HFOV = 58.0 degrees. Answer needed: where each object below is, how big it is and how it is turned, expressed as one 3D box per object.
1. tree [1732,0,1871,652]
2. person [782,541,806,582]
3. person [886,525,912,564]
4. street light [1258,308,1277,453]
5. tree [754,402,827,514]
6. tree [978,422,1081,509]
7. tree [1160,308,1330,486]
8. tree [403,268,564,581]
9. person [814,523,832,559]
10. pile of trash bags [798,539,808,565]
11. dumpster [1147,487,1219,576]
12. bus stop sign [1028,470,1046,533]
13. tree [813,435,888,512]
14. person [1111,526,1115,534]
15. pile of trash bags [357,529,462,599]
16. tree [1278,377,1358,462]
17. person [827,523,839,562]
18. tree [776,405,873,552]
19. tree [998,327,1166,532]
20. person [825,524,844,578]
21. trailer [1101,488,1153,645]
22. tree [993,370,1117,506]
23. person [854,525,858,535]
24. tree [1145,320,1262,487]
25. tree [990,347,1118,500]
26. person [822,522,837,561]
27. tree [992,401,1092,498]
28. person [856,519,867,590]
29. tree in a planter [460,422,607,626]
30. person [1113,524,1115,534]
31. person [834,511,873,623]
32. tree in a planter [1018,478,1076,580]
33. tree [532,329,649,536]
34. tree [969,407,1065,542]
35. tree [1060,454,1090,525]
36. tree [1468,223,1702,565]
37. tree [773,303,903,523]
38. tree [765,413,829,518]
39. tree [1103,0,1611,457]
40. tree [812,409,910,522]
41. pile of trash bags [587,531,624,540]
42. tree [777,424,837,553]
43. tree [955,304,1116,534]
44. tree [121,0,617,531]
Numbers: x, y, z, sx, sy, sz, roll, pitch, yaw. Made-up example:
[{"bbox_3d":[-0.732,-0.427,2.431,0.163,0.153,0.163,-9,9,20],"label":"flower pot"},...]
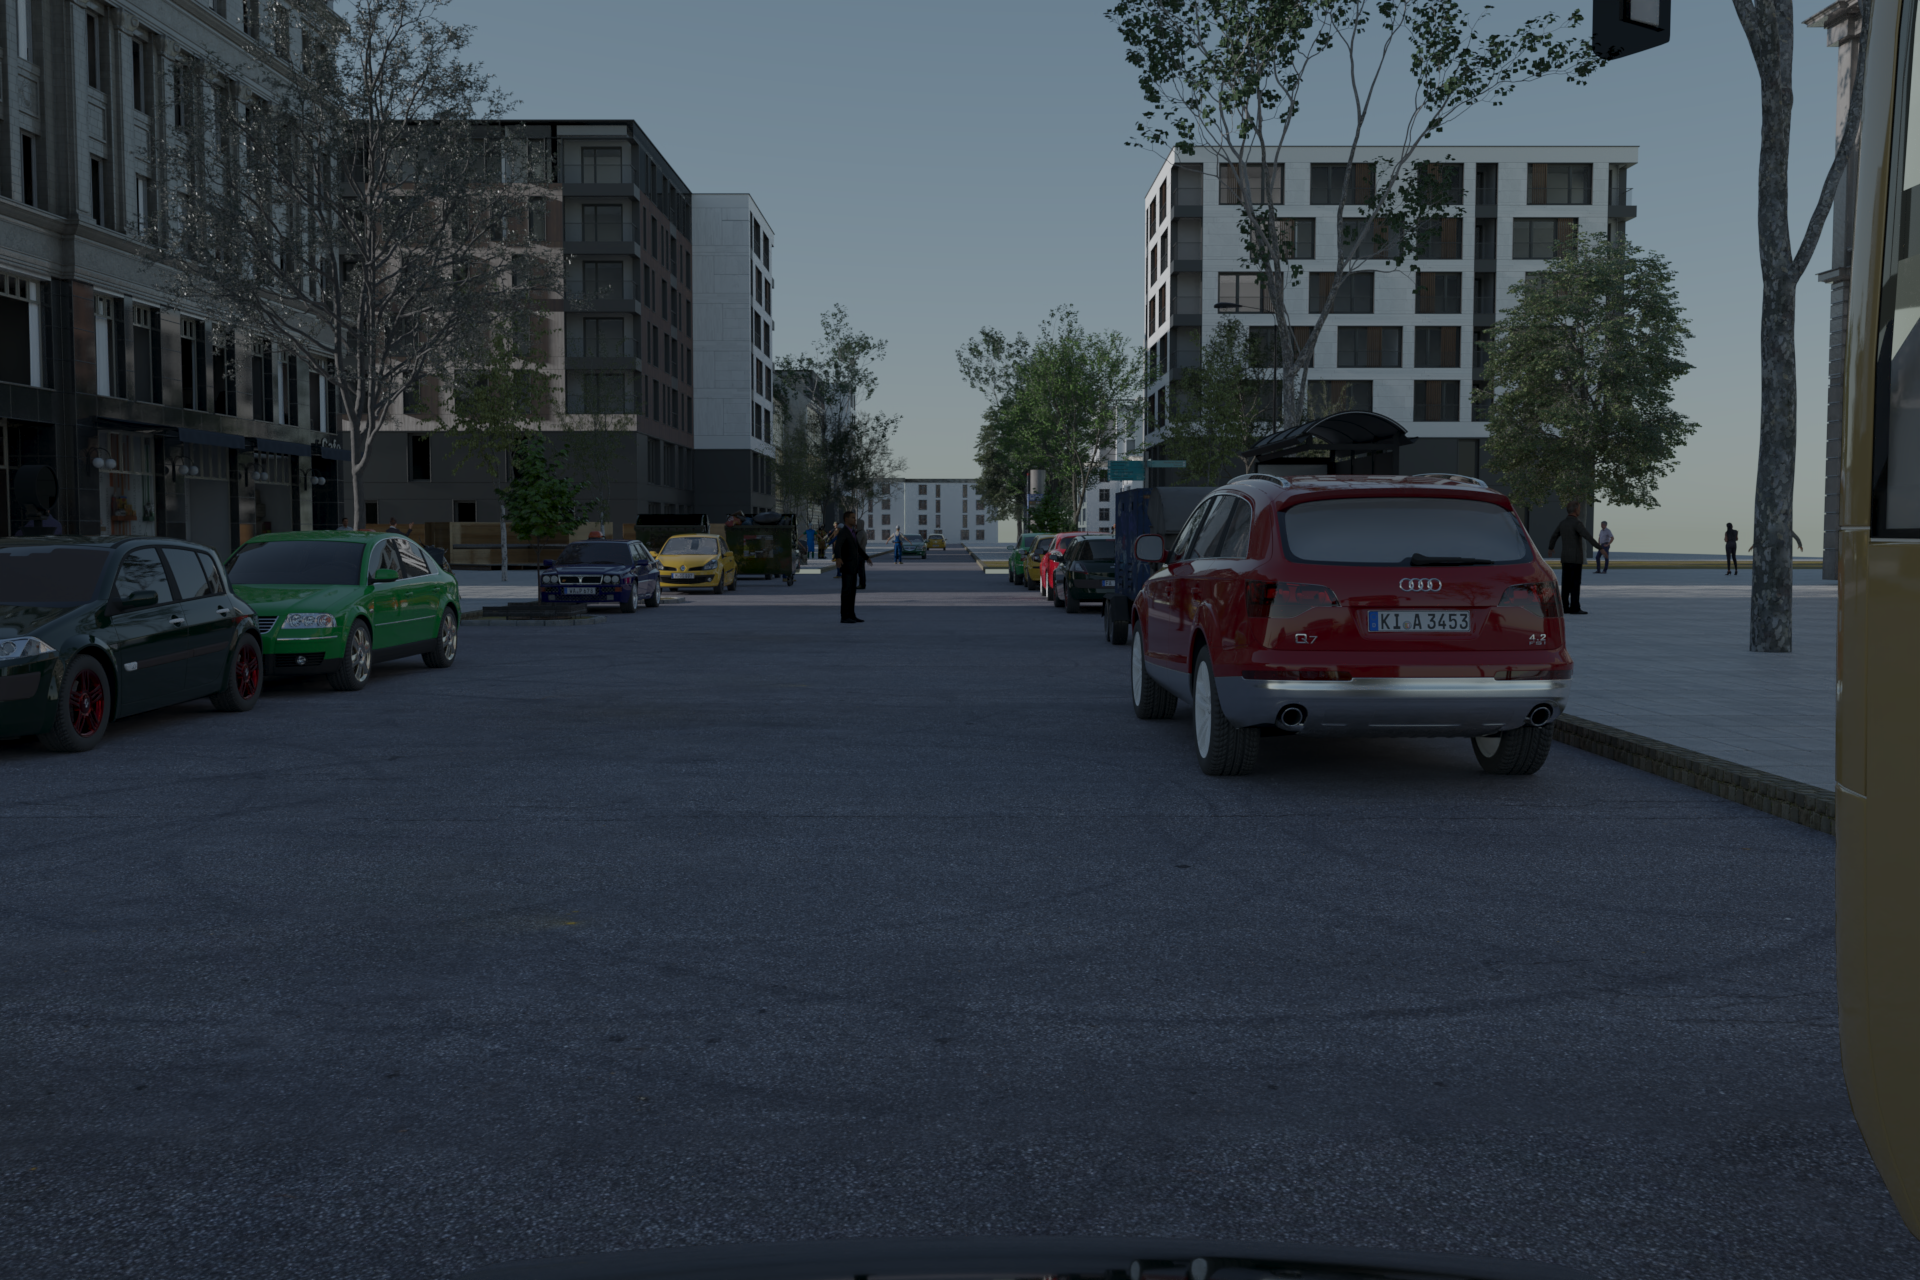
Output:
[{"bbox_3d":[7.459,-9.907,17.864,12.611,20.169,13.585,0,3,0],"label":"tree"},{"bbox_3d":[-5.173,-2.684,52.203,0.705,1.847,1.347,3,4,38],"label":"person"},{"bbox_3d":[-2.944,-4.553,82.757,1.347,1.847,0.705,1,4,20],"label":"person"},{"bbox_3d":[6.863,-3.810,34.832,1.470,5.913,1.316,0,4,0],"label":"street light"},{"bbox_3d":[-9.962,-9.010,97.679,4.360,8.622,3.978,0,3,0],"label":"tree"},{"bbox_3d":[5.382,-11.956,129.894,8.767,10.594,7.601,0,4,7],"label":"tree"},{"bbox_3d":[11.736,-8.388,71.558,7.601,10.594,8.767,1,4,10],"label":"tree"},{"bbox_3d":[-12.528,-5.894,46.723,4.737,8.622,4.395,0,3,0],"label":"tree"},{"bbox_3d":[-7.135,-5.106,89.243,0.705,1.858,1.354,3,5,42],"label":"person"},{"bbox_3d":[-7.255,-3.785,71.642,1.912,1.369,3.447,0,4,0],"label":"pile of trash bags"},{"bbox_3d":[2.640,-0.461,15.754,1.865,1.857,1.264,0,4,-2],"label":"dumpster"},{"bbox_3d":[3.210,-5.026,71.198,0.837,3.901,0.837,0,3,0],"label":"bus stop sign"},{"bbox_3d":[-10.333,-13.656,157.687,8.767,10.594,7.601,2,4,30],"label":"tree"},{"bbox_3d":[8.811,-5.747,100.762,0.721,1.733,1.217,2,4,31],"label":"person"},{"bbox_3d":[-10.624,-1.389,32.465,1.912,1.369,3.447,0,4,-1],"label":"pile of trash bags"},{"bbox_3d":[17.177,-7.956,80.445,4.360,8.622,3.978,0,3,0],"label":"tree"},{"bbox_3d":[-5.686,-4.510,79.878,0.704,1.812,1.346,-3,4,-36],"label":"person"},{"bbox_3d":[-10.168,-11.736,126.288,8.767,10.594,7.601,2,4,28],"label":"tree"},{"bbox_3d":[5.899,-9.768,85.460,9.928,11.665,9.643,0,3,0],"label":"tree"},{"bbox_3d":[-3.928,-2.889,56.154,0.721,1.772,1.216,3,5,39],"label":"person"},{"bbox_3d":[2.648,-1.002,23.429,1.471,1.999,3.904,0,4,-1],"label":"trailer"},{"bbox_3d":[5.837,-11.079,106.891,9.928,11.665,9.643,0,3,0],"label":"tree"},{"bbox_3d":[-5.820,-5.541,96.784,1.347,1.806,0.705,1,4,9],"label":"person"},{"bbox_3d":[8.657,-6.714,60.142,4.737,8.622,4.395,0,3,0],"label":"tree"},{"bbox_3d":[5.194,-10.393,95.675,9.928,11.665,9.643,0,3,0],"label":"tree"},{"bbox_3d":[-5.899,-4.685,82.371,1.354,1.856,0.705,-1,4,-18],"label":"person"},{"bbox_3d":[5.692,-11.826,119.106,9.928,11.665,9.643,0,3,0],"label":"tree"},{"bbox_3d":[-2.599,-2.221,44.895,0.705,1.813,1.348,1,4,9],"label":"person"},{"bbox_3d":[-6.793,-1.873,27.851,1.991,3.239,1.994,0,3,0],"label":"tree in a planter"},{"bbox_3d":[7.628,-4.818,85.039,0.705,1.796,1.348,-1,4,-9],"label":"person"},{"bbox_3d":[-1.763,-1.178,27.942,0.704,1.802,1.346,1,4,20],"label":"person"},{"bbox_3d":[2.772,-3.530,54.935,1.991,3.239,1.994,0,4,0],"label":"tree in a planter"},{"bbox_3d":[-12.530,-6.808,61.676,4.360,8.622,3.978,0,3,0],"label":"tree"},{"bbox_3d":[5.390,-15.342,157.491,9.857,13.997,8.962,0,3,0],"label":"tree"},{"bbox_3d":[18.047,-21.642,260.500,9.857,13.997,8.962,0,3,0],"label":"tree"},{"bbox_3d":[26.129,-10.143,72.501,9.857,13.997,8.962,0,3,0],"label":"tree"},{"bbox_3d":[-11.099,-17.665,144.706,12.611,20.169,13.585,0,3,0],"label":"tree"},{"bbox_3d":[-10.061,-9.408,104.181,4.360,8.622,3.978,0,3,0],"label":"tree"},{"bbox_3d":[9.419,-11.499,43.896,12.611,20.169,13.585,0,3,0],"label":"tree"},{"bbox_3d":[-9.940,-15.816,168.956,12.009,13.543,11.850,0,3,0],"label":"tree"},{"bbox_3d":[-10.608,-2.580,51.941,1.912,1.369,3.447,0,4,-1],"label":"pile of trash bags"},{"bbox_3d":[-10.009,-10.097,115.448,4.360,8.622,3.978,0,3,0],"label":"tree"},{"bbox_3d":[6.753,-17.453,141.250,12.611,20.169,13.585,0,3,0],"label":"tree"},{"bbox_3d":[-12.491,-7.680,35.945,12.009,13.543,11.850,0,3,0],"label":"tree"}]
